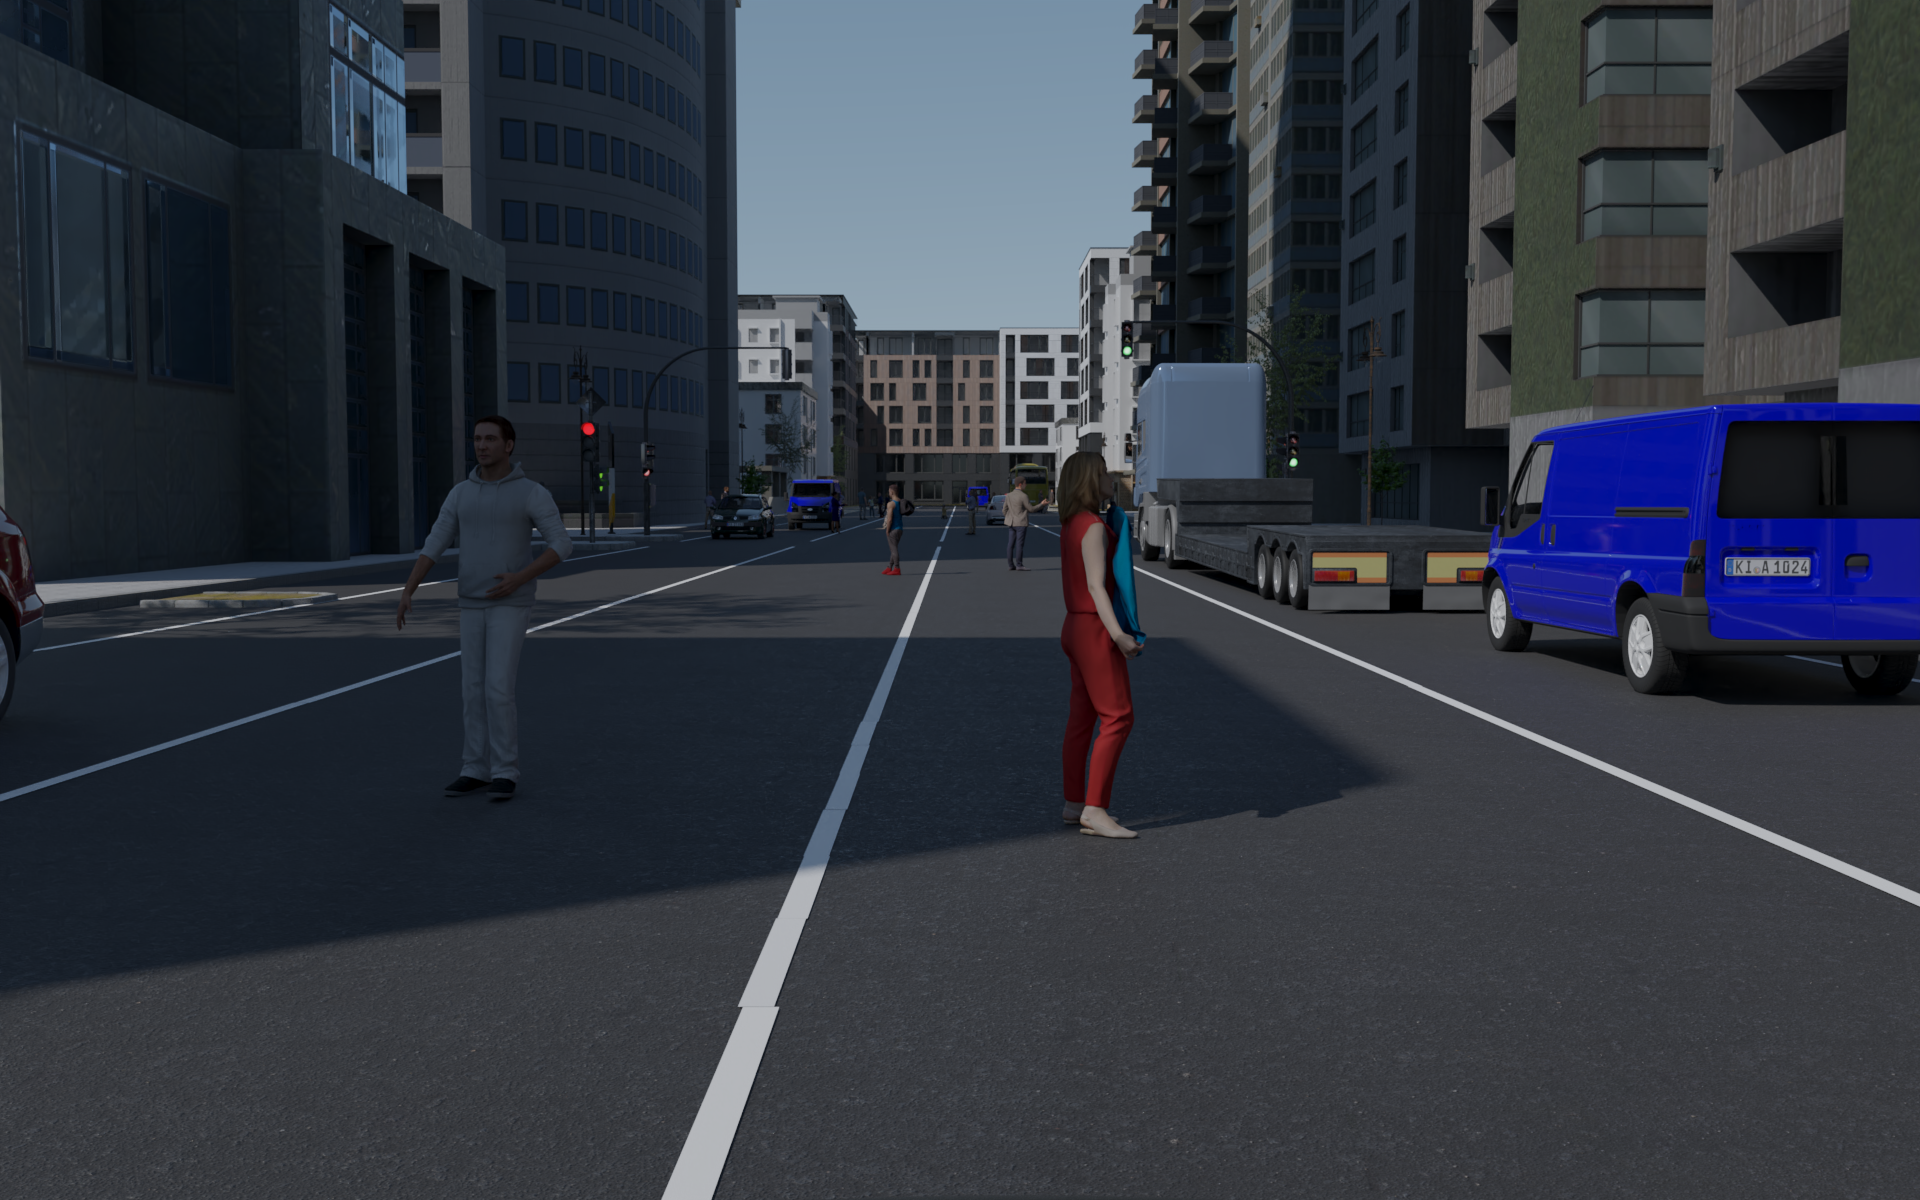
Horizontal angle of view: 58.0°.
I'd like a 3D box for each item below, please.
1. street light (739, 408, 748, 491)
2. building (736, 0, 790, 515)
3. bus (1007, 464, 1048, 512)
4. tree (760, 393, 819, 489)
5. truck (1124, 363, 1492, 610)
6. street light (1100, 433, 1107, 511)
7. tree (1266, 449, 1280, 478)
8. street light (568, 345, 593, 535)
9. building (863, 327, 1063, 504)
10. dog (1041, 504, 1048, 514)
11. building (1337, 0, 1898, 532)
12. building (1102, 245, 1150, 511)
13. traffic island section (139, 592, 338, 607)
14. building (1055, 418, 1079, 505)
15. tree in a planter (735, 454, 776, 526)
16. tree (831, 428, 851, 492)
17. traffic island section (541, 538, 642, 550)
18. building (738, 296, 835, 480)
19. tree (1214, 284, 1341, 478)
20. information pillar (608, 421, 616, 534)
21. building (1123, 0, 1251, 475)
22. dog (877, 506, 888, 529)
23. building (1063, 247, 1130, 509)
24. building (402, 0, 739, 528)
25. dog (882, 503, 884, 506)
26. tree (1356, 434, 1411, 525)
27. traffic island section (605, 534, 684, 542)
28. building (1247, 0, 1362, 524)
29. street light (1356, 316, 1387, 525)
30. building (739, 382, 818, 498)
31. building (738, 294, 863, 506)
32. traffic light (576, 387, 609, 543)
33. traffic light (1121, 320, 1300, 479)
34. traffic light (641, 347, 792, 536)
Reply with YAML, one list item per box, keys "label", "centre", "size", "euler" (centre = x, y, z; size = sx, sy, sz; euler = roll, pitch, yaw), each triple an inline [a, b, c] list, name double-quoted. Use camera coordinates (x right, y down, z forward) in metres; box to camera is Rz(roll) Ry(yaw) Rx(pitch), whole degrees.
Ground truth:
- label: "street light"
  centre: [-11.655, -7.334, 92.703]
  size: [0.468, 5.910, 1.993]
  euler: [0, 3, 0]
- label: "building"
  centre: [-27.545, -25.556, 109.730]
  size: [32.217, 40.220, 23.993]
  euler: [0, 3, 0]
- label: "bus"
  centre: [5.455, -9.025, 139.106]
  size: [2.896, 3.916, 12.252]
  euler: [0, 4, -1]
- label: "tree"
  centre: [-12.576, -10.805, 127.017]
  size: [4.360, 8.622, 3.978]
  euler: [0, 3, 0]
- label: "truck"
  centre: [5.198, -2.453, 29.873]
  size: [2.967, 4.110, 18.799]
  euler: [0, 4, -1]
- label: "street light"
  centre: [10.671, -9.511, 128.298]
  size: [0.468, 5.910, 1.993]
  euler: [0, 3, 0]
- label: "tree"
  centre: [11.122, -4.330, 65.391]
  size: [1.663, 3.219, 1.824]
  euler: [0, 3, 0]
- label: "street light"
  centre: [-11.780, -4.963, 53.937]
  size: [0.468, 5.910, 1.993]
  euler: [0, 3, 0]
- label: "building"
  centre: [2.746, -23.382, 226.266]
  size: [32.646, 21.610, 27.936]
  euler: [0, 3, 0]
- label: "dog"
  centre: [6.141, -6.719, 126.690]
  size: [0.800, 0.831, 0.513]
  euler: [-1, 4, -16]
- label: "building"
  centre: [21.732, -17.658, 60.417]
  size: [14.107, 30.474, 14.160]
  euler: [0, 3, 0]
- label: "building"
  centre: [19.507, -17.192, 137.512]
  size: [16.016, 20.091, 11.380]
  euler: [0, 3, 0]
- label: "traffic island section"
  centre: [-9.389, -0.001, 22.880]
  size: [1.991, 0.108, 1.994]
  euler: [0, 3, 0]
- label: "building"
  centre: [15.704, -15.190, 190.509]
  size: [9.099, 9.664, 28.070]
  euler: [0, 3, 0]
- label: "tree in a planter"
  centre: [-9.376, -4.954, 78.224]
  size: [1.991, 3.239, 1.994]
  euler: [0, 3, 0]
- label: "tree"
  centre: [-12.791, -13.699, 174.347]
  size: [4.737, 8.622, 4.395]
  euler: [0, 3, 0]
- label: "traffic island section"
  centre: [-9.707, -1.429, 45.639]
  size: [2.009, 0.180, 2.903]
  euler: [0, 3, 0]
- label: "building"
  centre: [-19.924, -18.759, 163.123]
  size: [16.016, 20.091, 11.380]
  euler: [0, 3, 0]
- label: "tree"
  centre: [11.047, -6.719, 60.215]
  size: [4.737, 8.622, 4.395]
  euler: [0, 3, 0]
- label: "information pillar"
  centre: [-11.175, -3.926, 55.538]
  size: [0.183, 3.616, 0.504]
  euler: [-2, 4, -25]
- label: "building"
  centre: [22.888, -28.078, 113.698]
  size: [22.147, 44.769, 28.867]
  euler: [0, 3, 0]
- label: "dog"
  centre: [-3.105, -3.351, 71.623]
  size: [0.800, 0.831, 0.513]
  euler: [-3, 4, -36]
- label: "building"
  centre: [24.722, -19.319, 159.840]
  size: [27.936, 21.610, 32.646]
  euler: [0, 3, 0]
- label: "building"
  centre: [-22.057, -32.607, 75.131]
  size: [21.231, 58.520, 28.212]
  euler: [0, 3, 0]
- label: "dog"
  centre: [-5.878, -6.662, 125.758]
  size: [0.800, 0.831, 0.513]
  euler: [0, 4, -7]
- label: "tree"
  centre: [13.445, -3.729, 55.573]
  size: [1.663, 3.219, 1.824]
  euler: [0, 3, 0]
- label: "traffic island section"
  centre: [-9.706, -1.917, 53.624]
  size: [2.009, 0.180, 2.903]
  euler: [0, 3, 0]
- label: "building"
  centre: [26.539, -23.706, 79.471]
  size: [32.217, 40.220, 23.993]
  euler: [0, 3, 0]
- label: "street light"
  centre: [10.699, -4.426, 45.153]
  size: [0.468, 5.910, 1.993]
  euler: [0, 3, 0]
- label: "building"
  centre: [-16.302, -12.314, 143.488]
  size: [9.099, 9.664, 28.070]
  euler: [0, 3, 0]
- label: "building"
  centre: [-28.188, -21.240, 191.243]
  size: [32.646, 21.610, 27.936]
  euler: [0, 3, 0]
- label: "traffic light"
  centre: [-9.667, -3.461, 45.504]
  size: [0.839, 4.253, 0.868]
  euler: [0, 3, 0]
- label: "traffic light"
  centre: [6.562, -4.325, 45.376]
  size: [4.771, 5.953, 1.251]
  euler: [0, 3, 0]
- label: "traffic light"
  centre: [-7.574, -4.823, 53.524]
  size: [4.771, 5.953, 1.251]
  euler: [0, 3, 0]
